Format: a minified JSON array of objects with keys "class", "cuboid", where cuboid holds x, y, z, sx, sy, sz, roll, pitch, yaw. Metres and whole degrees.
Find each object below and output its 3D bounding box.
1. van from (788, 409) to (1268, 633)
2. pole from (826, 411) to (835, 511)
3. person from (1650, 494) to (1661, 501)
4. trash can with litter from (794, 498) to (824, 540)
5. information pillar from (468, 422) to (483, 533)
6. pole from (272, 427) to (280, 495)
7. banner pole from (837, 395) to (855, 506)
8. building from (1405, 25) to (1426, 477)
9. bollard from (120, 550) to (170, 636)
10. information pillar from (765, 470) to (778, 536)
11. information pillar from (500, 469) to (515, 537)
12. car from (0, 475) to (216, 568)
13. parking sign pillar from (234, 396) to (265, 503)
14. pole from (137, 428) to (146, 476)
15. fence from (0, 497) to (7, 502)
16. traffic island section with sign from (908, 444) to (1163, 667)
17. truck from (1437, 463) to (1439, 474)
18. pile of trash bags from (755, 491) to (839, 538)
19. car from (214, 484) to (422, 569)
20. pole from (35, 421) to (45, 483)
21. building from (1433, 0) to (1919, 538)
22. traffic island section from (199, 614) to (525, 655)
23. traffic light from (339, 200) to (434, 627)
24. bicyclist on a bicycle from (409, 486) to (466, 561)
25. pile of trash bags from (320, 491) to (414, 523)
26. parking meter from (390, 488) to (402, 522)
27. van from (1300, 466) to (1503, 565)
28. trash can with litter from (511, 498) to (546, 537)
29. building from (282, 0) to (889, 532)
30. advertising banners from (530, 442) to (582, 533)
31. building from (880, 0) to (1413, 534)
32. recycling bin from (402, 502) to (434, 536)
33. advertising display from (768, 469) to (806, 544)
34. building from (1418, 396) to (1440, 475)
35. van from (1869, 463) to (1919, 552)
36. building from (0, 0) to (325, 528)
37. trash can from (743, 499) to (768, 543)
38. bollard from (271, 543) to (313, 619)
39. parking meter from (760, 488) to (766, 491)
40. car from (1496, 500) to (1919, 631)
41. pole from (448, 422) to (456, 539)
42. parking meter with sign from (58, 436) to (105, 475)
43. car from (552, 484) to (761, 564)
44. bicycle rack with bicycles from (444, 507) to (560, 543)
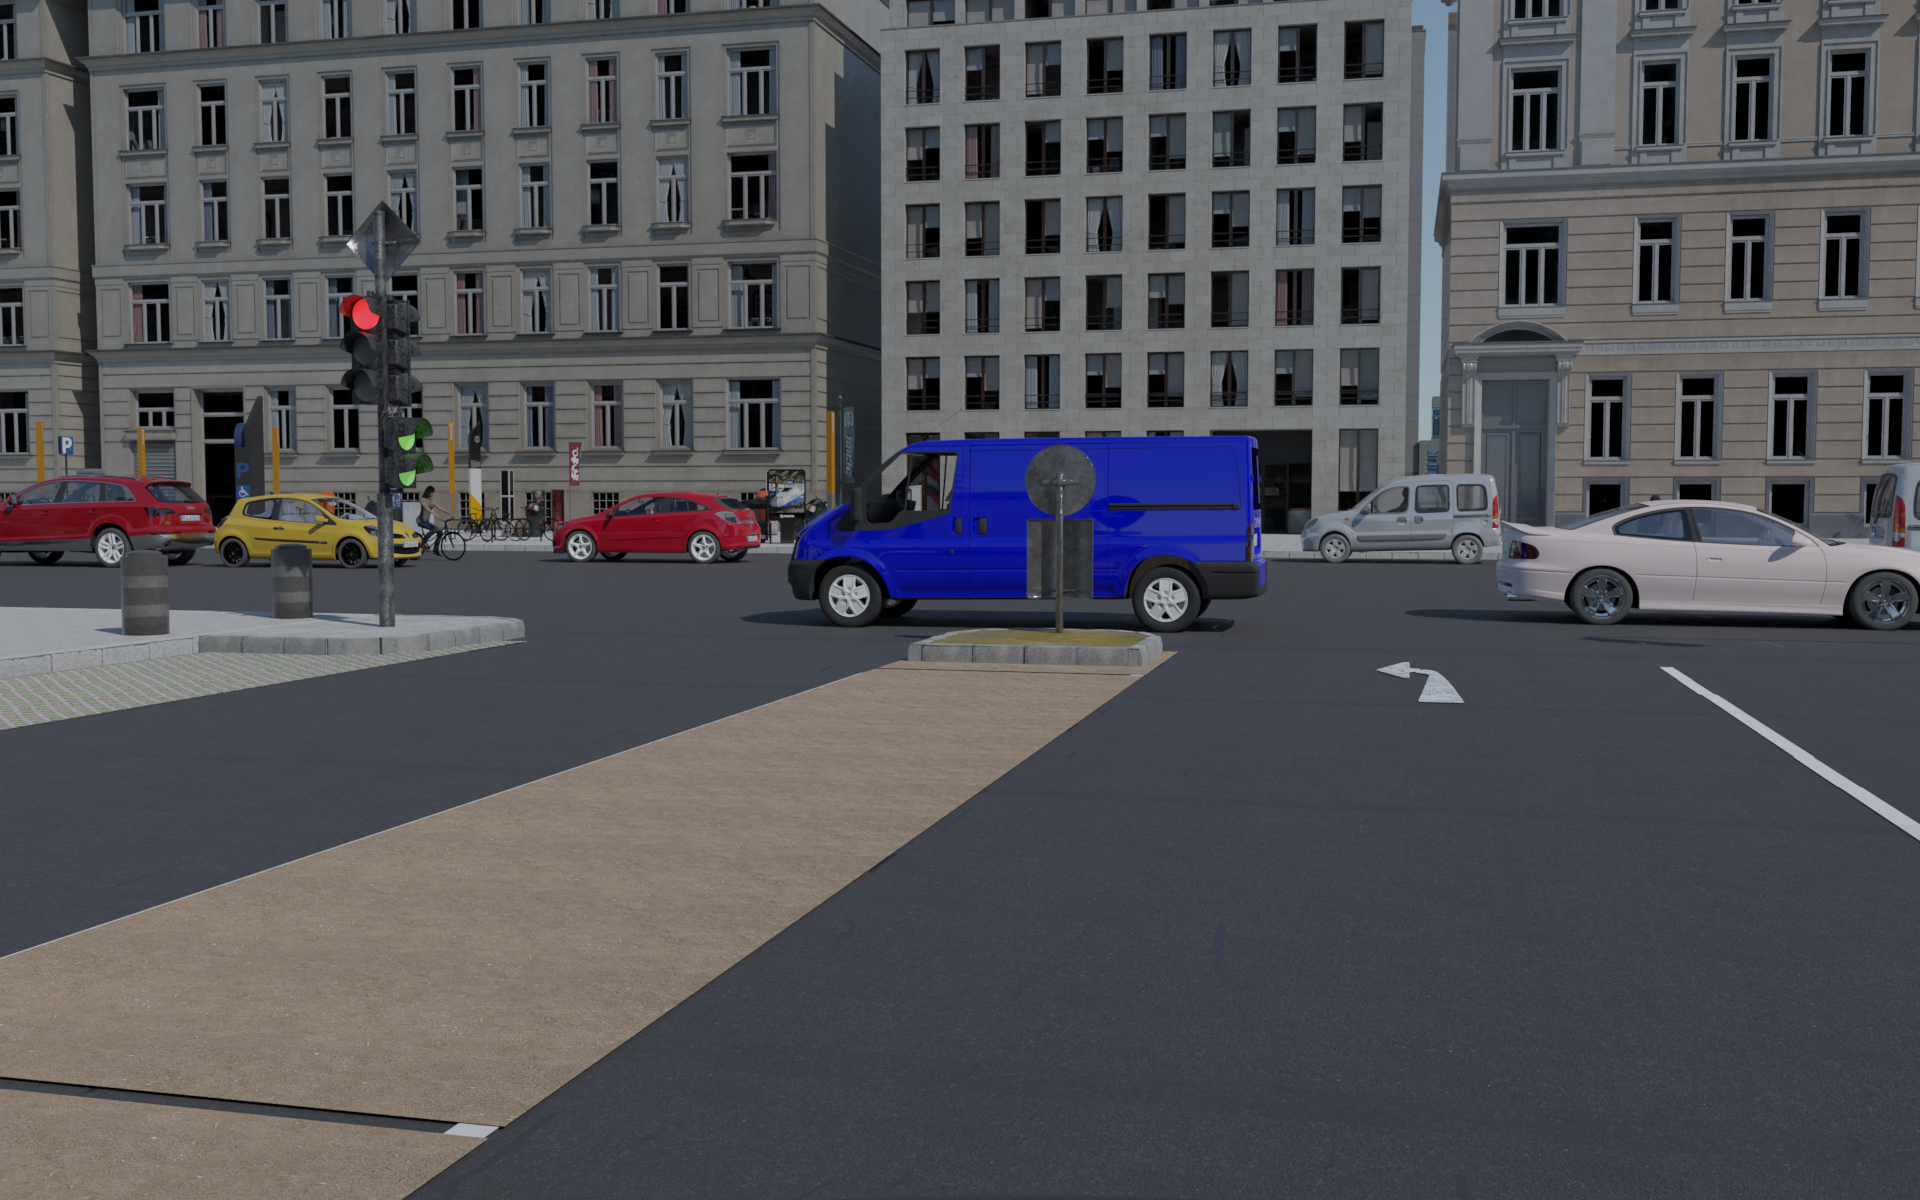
[{"class":"van","cuboid":[0.720,-0.896,19.032,5.245,2.365,2.240,1,4,12]},{"class":"pole","cuboid":[-3.201,-2.999,42.873,0.158,3.312,0.155,0,3,0]},{"class":"person","cuboid":[11.359,-1.022,28.443,0.421,1.427,0.697,1,4,11]},{"class":"trash can with litter","cuboid":[-4.280,-2.242,48.047,1.055,1.170,0.624,3,4,37]},{"class":"information pillar","cuboid":[-15.798,-3.981,56.449,0.183,3.616,0.504,2,4,29]},{"class":"pole","cuboid":[-20.831,-3.605,52.784,0.158,3.312,0.155,0,3,0]},{"class":"banner pole","cuboid":[-2.901,-3.289,43.797,0.401,3.779,0.863,-3,4,-38]},{"class":"building","cuboid":[44.009,-41.469,220.010,28.212,58.520,21.231,1,4,14]},{"class":"bollard","cuboid":[-7.452,-0.068,15.836,0.404,0.777,0.398,0,3,0]},{"class":"information pillar","cuboid":[-5.831,-3.007,53.657,0.304,2.012,0.304,1,4,10]},{"class":"information pillar","cuboid":[-13.541,-2.895,51.821,0.304,2.012,0.304,1,4,13]},{"class":"car","cuboid":[-17.661,-1.600,34.838,5.304,1.827,2.281,1,4,14]},{"class":"parking sign pillar","cuboid":[-19.281,-3.581,47.021,1.447,3.967,1.447,0,4,-6]},{"class":"pole","cuboid":[-25.201,-3.641,53.371,0.158,3.312,0.155,0,3,0]},{"class":"fence","cuboid":[-35.528,-3.245,64.264,2.264,1.192,0.480,1,4,21]},{"class":"traffic island section with sign","cuboid":[0.767,-0.445,15.404,2.006,1.907,1.989,1,4,14]},{"class":"truck","cuboid":[45.904,-10.599,162.205,2.839,4.237,11.283,1,4,15]},{"class":"pile of trash bags","cuboid":[-4.555,-2.563,51.664,3.447,1.369,1.912,-2,4,-34]},{"class":"car","cuboid":[-12.634,-1.467,34.204,3.980,1.641,2.015,1,4,13]},{"class":"pole","cuboid":[-25.717,-3.342,48.479,0.158,3.312,0.155,0,3,0]},{"class":"building","cuboid":[25.741,-16.503,55.720,20.117,28.700,13.634,1,4,14]},{"class":"traffic island section","cuboid":[-5.558,0.337,16.767,2.009,0.180,2.903,1,4,14]},{"class":"traffic light","cuboid":[-5.522,-1.694,16.623,0.839,4.253,0.868,1,4,14]},{"class":"bicyclist on a bicycle","cuboid":[-11.354,-1.668,37.296,1.625,1.676,1.499,1,4,16]},{"class":"pile of trash bags","cuboid":[-20.249,-3.036,59.399,3.447,1.369,1.912,-1,4,-9]},{"class":"parking meter","cuboid":[-17.799,-2.824,54.580,0.372,1.533,0.369,0,3,0]},{"class":"van","cuboid":[9.223,-1.790,36.271,4.112,2.044,2.013,1,4,15]},{"class":"trash can with litter","cuboid":[-12.873,-2.457,51.554,1.055,1.170,0.624,1,4,21]},{"class":"building","cuboid":[-16.840,-14.373,68.286,30.059,22.955,16.112,1,4,14]},{"class":"advertising banners","cuboid":[-13.418,-3.760,57.668,0.090,3.025,2.074,3,5,41]},{"class":"building","cuboid":[6.838,-12.548,59.915,16.860,20.320,10.420,1,4,14]},{"class":"recycling bin","cuboid":[-16.863,-2.530,53.925,0.722,1.027,0.722,1,4,8]},{"class":"advertising display","cuboid":[-4.467,-2.416,44.710,0.974,1.923,0.123,0,4,-5]},{"class":"building","cuboid":[72.758,-55.011,212.094,31.000,86.520,22.319,1,4,14]},{"class":"van","cuboid":[14.273,-0.965,22.789,4.112,2.044,2.013,1,4,16]},{"class":"building","cuboid":[-46.060,-14.804,75.335,30.059,22.955,16.112,1,4,14]},{"class":"trash can","cuboid":[-5.351,-2.075,45.575,0.748,1.137,0.748,0,3,0]},{"class":"bollard","cuboid":[-6.919,-0.197,17.939,0.404,0.777,0.398,0,3,0]},{"class":"parking meter","cuboid":[-6.133,-2.828,54.647,0.372,1.533,0.369,0,3,0]},{"class":"car","cuboid":[8.532,-0.430,19.389,4.827,1.381,2.083,1,4,16]},{"class":"pole","cuboid":[-14.342,-3.366,48.872,0.158,3.312,0.155,0,3,0]},{"class":"parking meter with sign","cuboid":[-26.161,-3.418,52.140,1.738,3.016,0.543,1,4,12]},{"class":"car","cuboid":[-6.467,-1.690,36.672,4.494,1.783,2.155,1,4,13]},{"class":"bicycle rack with bicycles","cuboid":[-12.652,-2.050,46.903,2.925,0.926,2.852,2,4,33]}]
